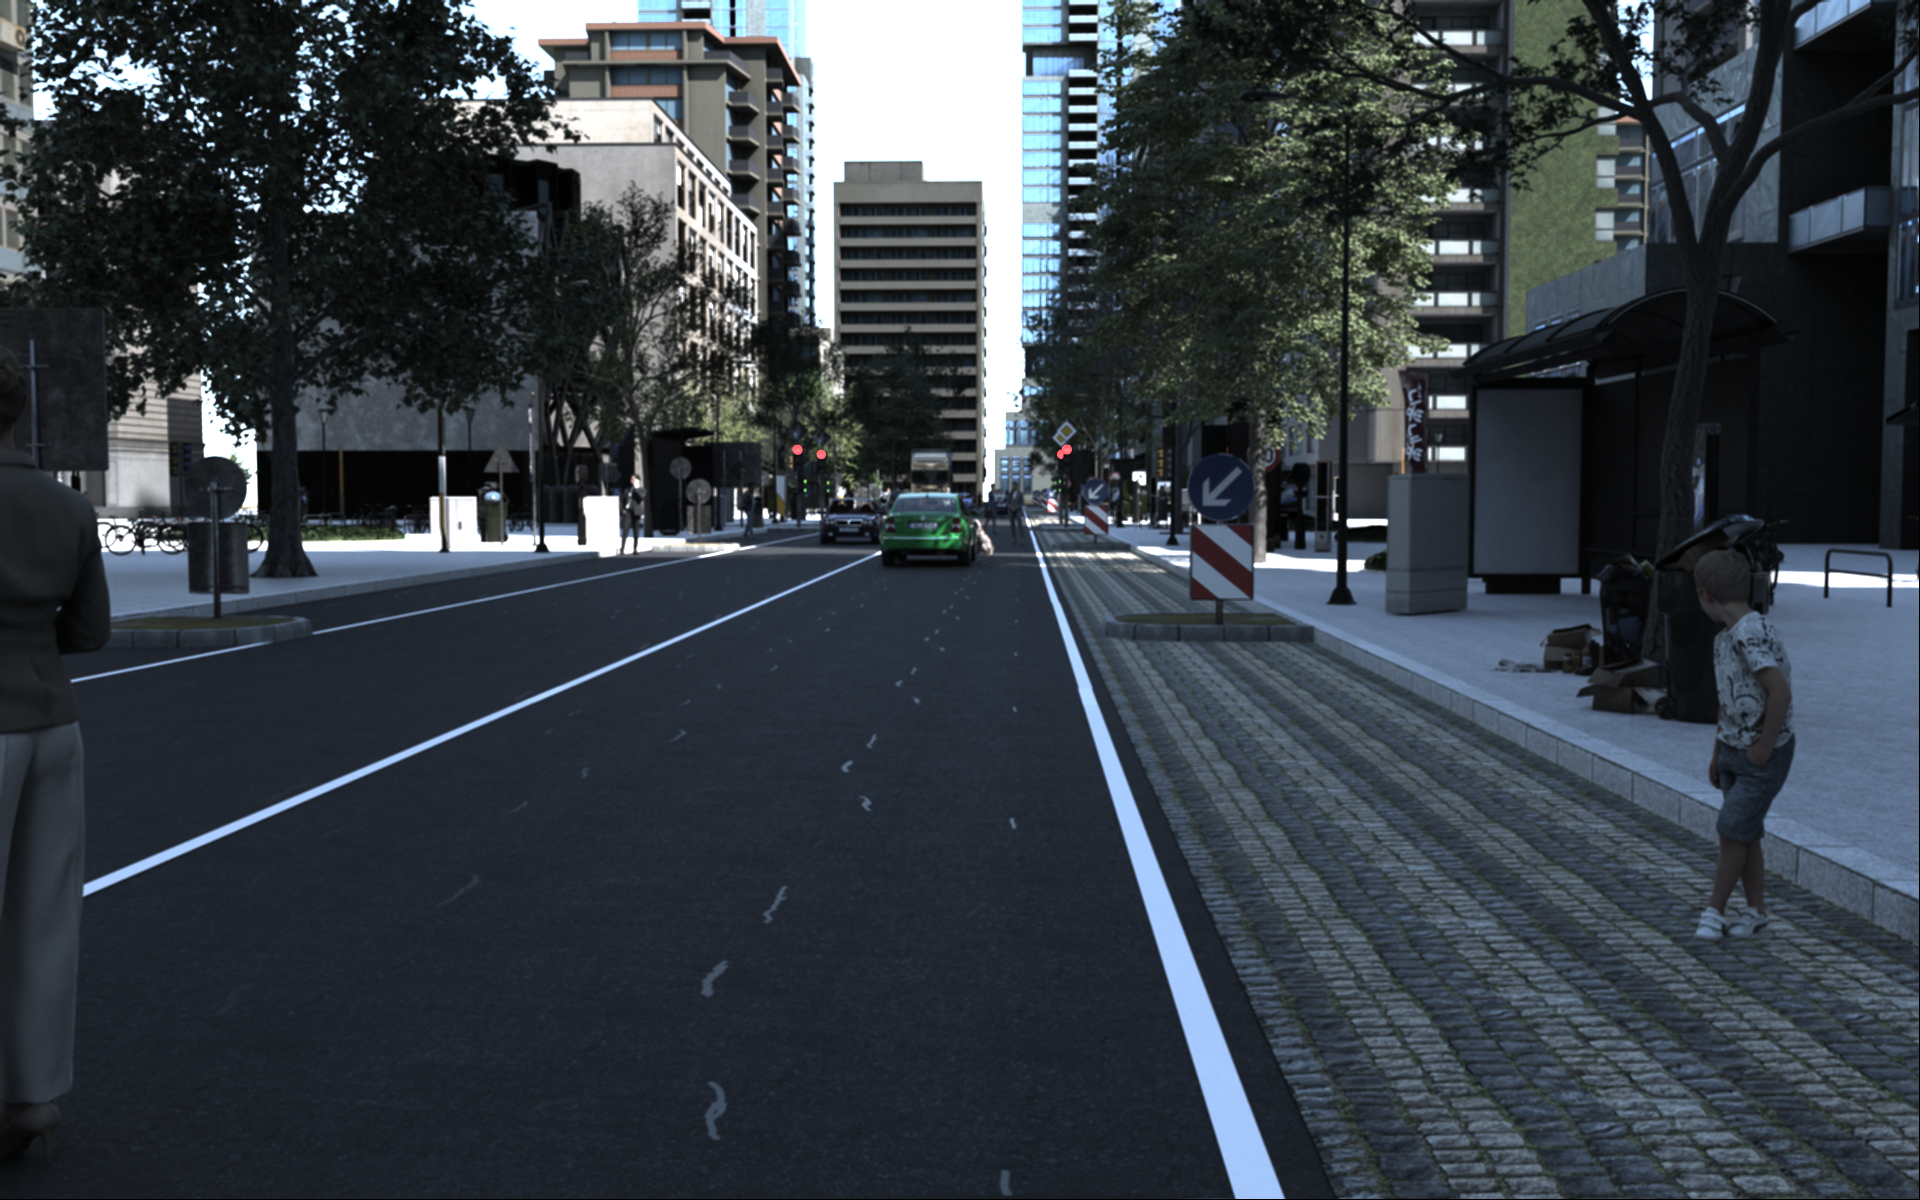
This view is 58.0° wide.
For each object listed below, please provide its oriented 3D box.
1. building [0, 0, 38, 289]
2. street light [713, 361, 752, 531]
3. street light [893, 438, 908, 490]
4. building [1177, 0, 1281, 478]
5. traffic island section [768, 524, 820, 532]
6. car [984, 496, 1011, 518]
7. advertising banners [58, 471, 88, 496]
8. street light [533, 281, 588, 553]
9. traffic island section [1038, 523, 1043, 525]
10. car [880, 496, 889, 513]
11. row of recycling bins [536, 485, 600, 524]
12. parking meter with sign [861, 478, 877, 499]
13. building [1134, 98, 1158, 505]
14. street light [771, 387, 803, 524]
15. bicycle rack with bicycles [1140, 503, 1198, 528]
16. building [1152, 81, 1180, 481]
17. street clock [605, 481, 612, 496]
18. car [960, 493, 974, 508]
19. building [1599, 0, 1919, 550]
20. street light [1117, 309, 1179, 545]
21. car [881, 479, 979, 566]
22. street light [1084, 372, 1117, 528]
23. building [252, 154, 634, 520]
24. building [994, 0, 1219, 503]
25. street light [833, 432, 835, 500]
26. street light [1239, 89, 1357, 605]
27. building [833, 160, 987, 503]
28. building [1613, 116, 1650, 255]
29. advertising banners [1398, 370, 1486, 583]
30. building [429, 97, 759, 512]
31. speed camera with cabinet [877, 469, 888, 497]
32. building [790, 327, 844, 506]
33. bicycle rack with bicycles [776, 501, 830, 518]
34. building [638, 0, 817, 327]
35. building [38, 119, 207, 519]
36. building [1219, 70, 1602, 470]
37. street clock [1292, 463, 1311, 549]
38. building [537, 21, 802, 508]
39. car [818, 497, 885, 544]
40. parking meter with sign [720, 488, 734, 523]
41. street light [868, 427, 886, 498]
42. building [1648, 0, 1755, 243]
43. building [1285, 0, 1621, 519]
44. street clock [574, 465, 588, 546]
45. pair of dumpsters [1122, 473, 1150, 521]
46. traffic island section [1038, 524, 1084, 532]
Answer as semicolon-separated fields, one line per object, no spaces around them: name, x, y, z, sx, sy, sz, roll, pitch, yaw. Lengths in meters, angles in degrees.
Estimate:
building;-37.473;-21.388;41.582;23.993;40.220;32.217;0;4;2
street light;-7.911;-5.376;60.438;1.470;5.913;1.316;0;4;2
street light;-4.983;-10.425;142.994;1.470;5.913;1.316;0;4;2
building;31.085;-37.939;162.294;21.231;58.520;28.212;0;4;2
traffic island section;-6.233;-2.723;66.809;2.009;0.180;2.903;0;4;2
car;2.390;-5.551;103.342;1.945;1.354;3.894;0;4;3
advertising banners;-38.905;-4.871;75.829;2.074;3.025;0.090;2;4;28
street light;-8.641;-3.994;37.839;1.470;5.913;1.316;0;4;2
traffic island section;4.372;-3.190;74.437;2.009;0.180;2.903;0;4;2
car;-4.526;-6.087;112.094;1.945;1.354;3.894;0;4;1
row of recycling bins;-17.182;-4.202;75.812;3.534;1.692;1.069;2;4;31
parking meter with sign;-6.522;-8.100;128.692;1.738;3.016;0.543;0;4;1
building;31.793;-35.392;202.363;21.300;48.544;21.600;0;4;2
street light;-7.495;-6.272;75.085;1.470;5.913;1.316;0;4;2
bicycle rack with bicycles;8.136;-3.218;65.998;2.852;0.926;2.925;1;4;22
building;28.034;-32.692;184.622;14.600;45.320;14.200;0;4;2
street clock;-15.805;-4.489;77.962;0.358;2.002;0.471;-2;4;-29
car;0.435;-10.146;175.485;1.945;1.707;3.694;0;4;0
building;28.567;-44.291;36.827;22.319;86.520;31.000;0;4;2
street light;4.798;-4.333;43.383;1.470;5.913;1.316;0;4;2
car;-0.601;-1.660;35.933;1.959;1.807;4.718;0;4;3
street light;5.616;-5.732;66.267;1.470;5.913;1.316;0;4;2
building;-26.683;-13.889;94.543;16.820;18.784;16.811;0;4;2
building;20.635;-57.496;252.738;31.000;86.520;22.319;0;4;2
street light;-6.569;-7.654;97.677;1.470;5.913;1.316;0;4;2
street light;3.909;-2.905;20.046;1.470;5.913;1.316;0;4;2
building;-6.960;-38.553;254.037;21.600;48.544;21.300;0;4;2
building;69.102;-33.394;200.609;28.867;44.769;22.147;0;4;2
advertising banners;7.139;-1.755;24.887;2.074;3.025;0.090;-1;4;-22
building;-26.851;-19.678;126.256;19.350;26.468;34.151;0;4;2
speed camera with cabinet;-6.157;-8.884;139.583;2.038;3.252;0.660;-3;4;-37
building;-29.292;-21.840;202.126;28.899;21.520;27.650;0;4;2
bicycle rack with bicycles;-8.334;-4.983;94.854;2.852;0.926;2.925;-3;5;-43
building;-34.209;-57.609;254.570;31.000;86.520;22.319;0;4;2
building;-51.156;-14.844;91.845;18.267;20.994;9.793;0;4;2
building;32.489;-50.067;131.272;22.319;86.520;31.000;0;4;2
street clock;7.909;-2.180;40.212;0.358;2.002;0.471;-1;4;-21
building;-26.987;-31.186;164.513;22.147;44.769;28.867;0;4;2
car;-3.140;-2.338;50.800;1.945;1.354;3.894;0;4;0
parking meter with sign;-10.613;-5.008;78.145;0.543;3.016;1.738;1;4;18
street light;-5.818;-9.036;120.275;1.470;5.913;1.316;0;4;2
building;54.441;-33.671;92.527;28.212;58.520;21.231;0;4;2
building;25.193;-24.894;90.618;14.086;41.232;14.154;0;4;2
street clock;-9.412;-2.356;43.084;0.358;2.002;0.471;-2;4;-27
pair of dumpsters;8.253;-4.927;83.055;1.574;2.255;4.437;0;4;2
traffic island section;4.102;-2.702;66.457;2.009;0.180;2.903;0;4;2
